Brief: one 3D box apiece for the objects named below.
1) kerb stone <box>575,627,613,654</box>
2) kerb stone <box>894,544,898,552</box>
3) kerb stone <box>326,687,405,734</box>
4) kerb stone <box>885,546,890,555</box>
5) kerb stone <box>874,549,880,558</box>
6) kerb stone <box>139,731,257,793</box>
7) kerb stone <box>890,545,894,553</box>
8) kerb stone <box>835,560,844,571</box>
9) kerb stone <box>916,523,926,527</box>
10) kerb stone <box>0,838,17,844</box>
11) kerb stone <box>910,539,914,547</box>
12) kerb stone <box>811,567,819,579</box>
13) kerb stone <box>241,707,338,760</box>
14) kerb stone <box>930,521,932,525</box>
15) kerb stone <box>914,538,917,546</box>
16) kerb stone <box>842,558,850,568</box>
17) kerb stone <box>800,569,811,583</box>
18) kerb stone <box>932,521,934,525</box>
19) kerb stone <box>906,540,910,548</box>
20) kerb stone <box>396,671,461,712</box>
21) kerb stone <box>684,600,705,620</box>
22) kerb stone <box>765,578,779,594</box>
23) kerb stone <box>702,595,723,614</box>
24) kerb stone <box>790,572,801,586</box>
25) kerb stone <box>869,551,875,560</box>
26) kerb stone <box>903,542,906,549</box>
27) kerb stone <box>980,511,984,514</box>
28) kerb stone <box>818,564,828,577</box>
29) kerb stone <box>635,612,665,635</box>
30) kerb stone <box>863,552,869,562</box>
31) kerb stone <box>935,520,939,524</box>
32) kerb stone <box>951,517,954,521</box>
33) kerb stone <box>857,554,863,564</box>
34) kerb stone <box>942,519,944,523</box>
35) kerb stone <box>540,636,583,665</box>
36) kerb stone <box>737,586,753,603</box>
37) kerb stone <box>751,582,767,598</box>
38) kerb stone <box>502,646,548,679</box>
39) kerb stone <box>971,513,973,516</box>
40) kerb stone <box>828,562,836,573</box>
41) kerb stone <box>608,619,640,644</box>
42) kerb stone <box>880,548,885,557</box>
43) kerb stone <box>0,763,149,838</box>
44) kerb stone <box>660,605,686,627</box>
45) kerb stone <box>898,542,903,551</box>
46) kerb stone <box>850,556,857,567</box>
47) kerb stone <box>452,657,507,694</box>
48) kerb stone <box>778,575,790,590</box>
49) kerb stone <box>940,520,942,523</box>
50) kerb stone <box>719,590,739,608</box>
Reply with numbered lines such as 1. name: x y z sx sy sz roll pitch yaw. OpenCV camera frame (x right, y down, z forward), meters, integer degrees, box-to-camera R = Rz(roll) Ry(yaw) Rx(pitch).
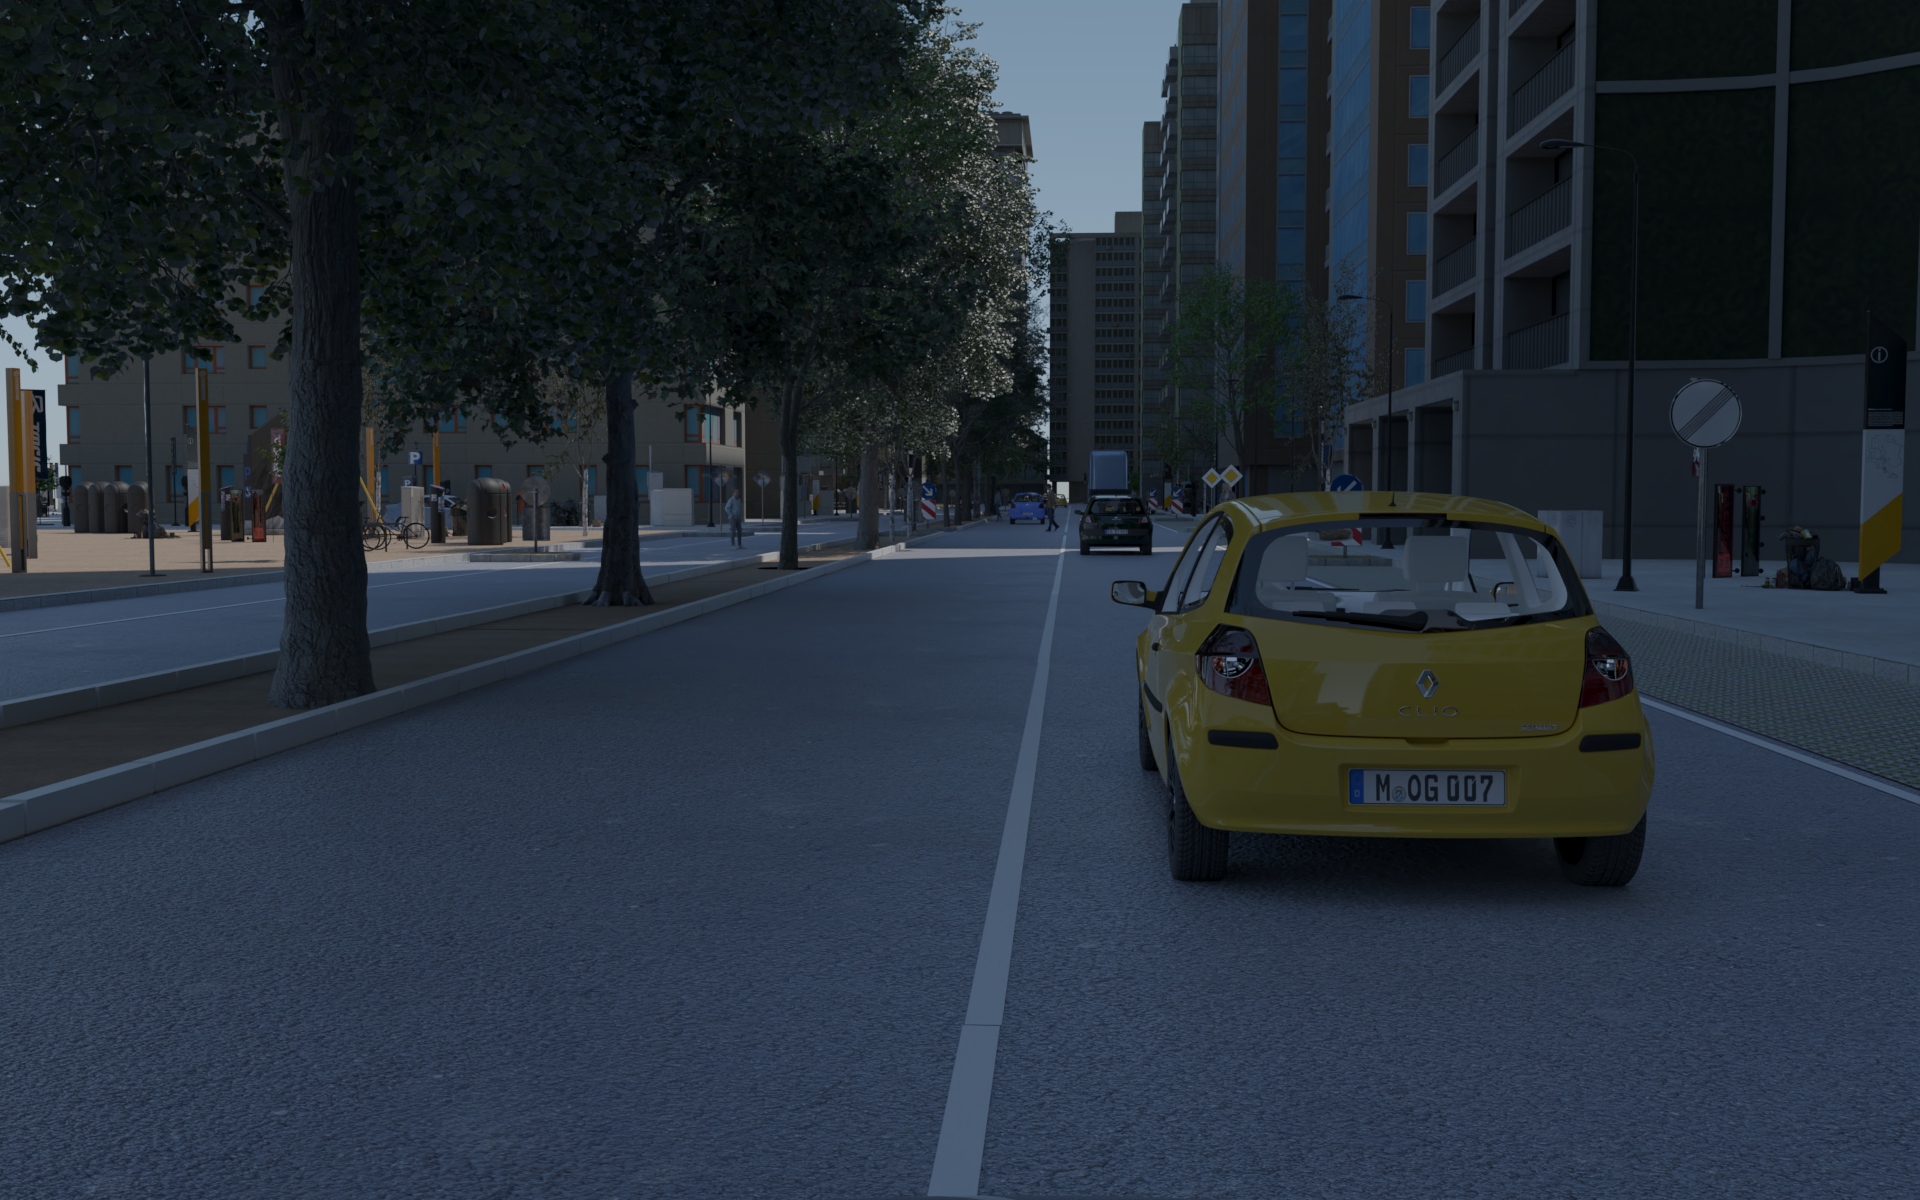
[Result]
1. kerb stone: -3.411 0.382 15.953 0.120 0.150 1.000 0 4 4
2. kerb stone: -1.684 -1.246 42.563 0.120 0.150 1.000 0 4 4
3. kerb stone: -3.745 0.694 10.841 0.120 0.150 1.000 0 4 4
4. kerb stone: -1.815 -1.121 40.519 0.120 0.150 1.000 0 4 4
5. kerb stone: -1.954 -0.996 38.474 0.120 0.150 1.000 0 4 4
6. kerb stone: -3.881 0.819 8.798 0.120 0.150 1.000 0 4 4
7. kerb stone: -1.759 -1.178 41.543 0.120 0.150 1.000 0 4 4
8. kerb stone: -2.346 -0.620 32.328 0.120 0.150 1.000 0 4 4
9. kerb stone: -1.688 -3.227 74.962 0.120 0.150 1.000 0 4 4
10. kerb stone: -4.010 0.954 6.755 0.120 0.150 1.000 0 4 4
11. kerb stone: -1.424 -1.493 46.643 0.120 0.150 1.000 0 4 4
12. kerb stone: -2.550 -0.432 29.260 0.120 0.150 1.000 0 4 4
13. kerb stone: -3.812 0.757 9.821 0.120 0.150 1.000 0 4 4
14. kerb stone: -1.490 -3.415 78.025 0.120 0.150 1.000 0 4 4
15. kerb stone: -1.358 -1.558 47.663 0.120 0.150 1.000 0 4 4
16. kerb stone: -2.288 -0.682 33.349 0.120 0.150 1.000 0 4 4
17. kerb stone: -2.611 -0.370 28.240 0.120 0.150 1.000 0 4 4
18. kerb stone: -1.420 -3.477 79.051 0.120 0.150 1.000 0 4 4
19. kerb stone: -1.496 -1.433 45.624 0.120 0.150 1.000 0 4 4
20. kerb stone: -3.677 0.632 11.869 0.120 0.150 1.000 0 4 4
21. kerb stone: -3.151 0.131 20.053 0.120 0.150 1.000 0 4 4
22. kerb stone: -2.811 -0.182 25.175 0.120 0.150 1.000 0 4 4
23. kerb stone: -3.079 0.069 21.072 0.120 0.150 1.000 0 4 4
24. kerb stone: -2.674 -0.307 27.220 0.120 0.150 1.000 0 4 4
25. kerb stone: -2.013 -0.931 37.447 0.120 0.150 1.000 0 4 4
26. kerb stone: -1.553 -1.366 44.603 0.120 0.150 1.000 0 4 4
27. kerb stone: 1.764 -6.484 128.208 0.120 0.150 1.000 0 4 4
28. kerb stone: -2.489 -0.494 30.280 0.120 0.150 1.000 0 4 4
29. kerb stone: -3.277 0.256 18.013 0.120 0.150 1.000 0 4 4
30. kerb stone: -2.085 -0.866 36.426 0.120 0.150 1.000 0 4 4
31. kerb stone: -1.229 -3.666 82.129 0.120 0.150 1.000 0 4 4
32. kerb stone: -0.362 -4.476 95.480 0.120 0.150 1.000 0 4 4
33. kerb stone: -2.148 -0.800 35.401 0.120 0.150 1.000 0 4 4
34. kerb stone: -1.027 -3.854 85.211 0.120 0.150 1.000 0 4 4
35. kerb stone: -3.476 0.444 14.933 0.120 0.150 1.000 0 4 4
36. kerb stone: -2.951 -0.057 23.122 0.120 0.150 1.000 0 4 4
37. kerb stone: -2.880 -0.120 24.152 0.120 0.150 1.000 0 4 4
38. kerb stone: -3.541 0.507 13.913 0.120 0.150 1.000 0 4 4
39. kerb stone: 0.971 -5.731 115.927 0.120 0.150 1.000 0 4 4
40. kerb stone: -2.411 -0.557 31.304 0.120 0.150 1.000 0 4 4
41. kerb stone: -3.346 0.322 16.980 0.120 0.150 1.000 0 4 4
42. kerb stone: -1.891 -1.055 39.496 0.120 0.150 1.000 0 4 4
43. kerb stone: -3.944 0.882 7.774 0.120 0.150 1.000 0 4 4
44. kerb stone: -3.210 0.193 19.033 0.120 0.150 1.000 0 4 4
45. kerb stone: -1.613 -1.308 43.583 0.120 0.150 1.000 0 4 4
46. kerb stone: -2.218 -0.744 34.375 0.120 0.150 1.000 0 4 4
47. kerb stone: -3.611 0.569 12.893 0.120 0.150 1.000 0 4 4
48. kerb stone: -2.752 -0.245 26.195 0.120 0.150 1.000 0 4 4
49. kerb stone: -1.090 -3.791 84.180 0.120 0.150 1.000 0 4 4
50. kerb stone: -3.015 0.006 22.102 0.120 0.150 1.000 0 4 4
